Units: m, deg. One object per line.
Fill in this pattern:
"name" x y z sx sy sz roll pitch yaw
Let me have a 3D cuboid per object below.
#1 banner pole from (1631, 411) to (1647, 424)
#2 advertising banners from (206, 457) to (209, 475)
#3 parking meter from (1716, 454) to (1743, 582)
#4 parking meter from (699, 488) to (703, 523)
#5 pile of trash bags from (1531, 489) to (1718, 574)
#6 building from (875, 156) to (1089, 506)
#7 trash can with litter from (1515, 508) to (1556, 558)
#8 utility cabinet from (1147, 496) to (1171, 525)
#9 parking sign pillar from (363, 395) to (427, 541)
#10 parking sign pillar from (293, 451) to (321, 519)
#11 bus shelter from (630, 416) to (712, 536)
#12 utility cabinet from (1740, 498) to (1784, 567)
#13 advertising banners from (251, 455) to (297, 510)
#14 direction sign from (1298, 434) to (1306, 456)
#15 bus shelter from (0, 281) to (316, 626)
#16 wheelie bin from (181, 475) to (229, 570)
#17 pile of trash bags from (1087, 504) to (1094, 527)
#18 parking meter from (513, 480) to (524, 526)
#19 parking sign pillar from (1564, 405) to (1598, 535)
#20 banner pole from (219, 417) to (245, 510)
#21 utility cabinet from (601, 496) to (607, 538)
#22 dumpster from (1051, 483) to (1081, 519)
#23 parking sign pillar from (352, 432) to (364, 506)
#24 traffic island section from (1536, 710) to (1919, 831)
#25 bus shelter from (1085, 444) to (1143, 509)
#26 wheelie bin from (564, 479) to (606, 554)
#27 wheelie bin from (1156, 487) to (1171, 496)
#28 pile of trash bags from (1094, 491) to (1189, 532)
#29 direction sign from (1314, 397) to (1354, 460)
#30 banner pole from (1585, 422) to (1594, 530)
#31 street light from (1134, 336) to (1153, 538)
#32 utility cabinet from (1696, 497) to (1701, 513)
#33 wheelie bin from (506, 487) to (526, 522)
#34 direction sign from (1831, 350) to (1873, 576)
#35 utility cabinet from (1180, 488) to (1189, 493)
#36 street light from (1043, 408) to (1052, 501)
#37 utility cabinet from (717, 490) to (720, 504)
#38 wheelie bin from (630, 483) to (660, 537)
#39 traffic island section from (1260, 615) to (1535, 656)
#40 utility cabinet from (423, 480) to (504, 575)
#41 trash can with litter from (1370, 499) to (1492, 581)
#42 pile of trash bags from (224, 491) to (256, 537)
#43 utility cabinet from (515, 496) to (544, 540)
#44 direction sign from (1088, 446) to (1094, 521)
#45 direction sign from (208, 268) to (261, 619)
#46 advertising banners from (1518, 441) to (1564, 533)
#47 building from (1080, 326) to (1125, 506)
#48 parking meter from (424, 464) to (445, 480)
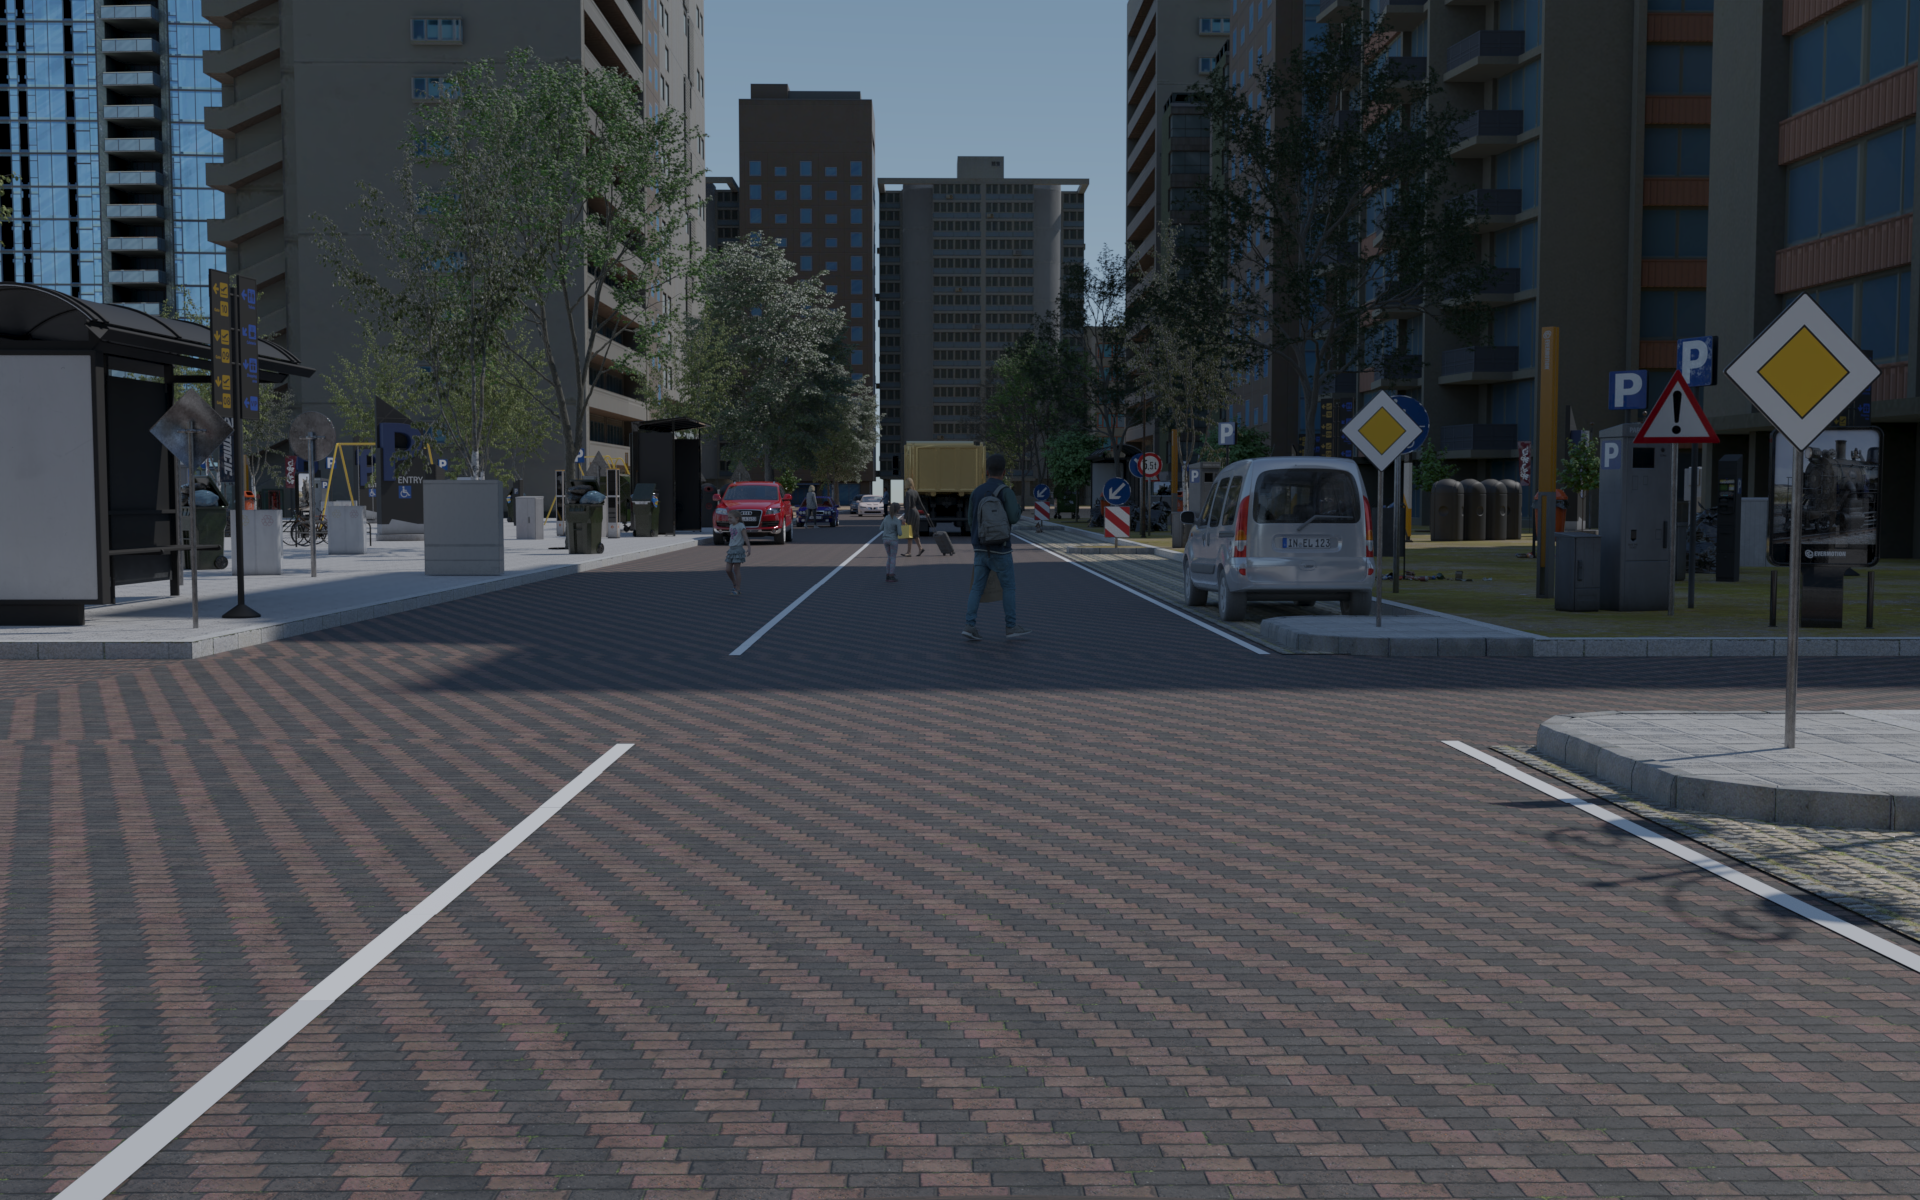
"banner pole" 20.650 -3.837 52.750 0.401 3.779 0.863 -1 4 -19
"advertising banners" -23.894 -3.582 54.748 0.090 3.025 2.074 -2 4 -31
"parking meter" 11.270 -1.203 25.379 0.255 1.863 0.399 3 4 37
"parking meter" -9.364 -3.417 61.583 0.399 1.863 0.255 0 3 0
"pile of trash bags" 11.405 -1.200 29.374 3.447 1.369 1.912 3 4 38
"building" 2.325 -31.185 201.750 23.993 40.220 32.217 0 4 -1
"trash can with litter" 12.046 -1.463 34.984 2.233 1.210 1.678 -3 5 -40
"utility cabinet" 8.346 -3.744 72.368 1.020 1.237 0.306 2 4 24
"parking sign pillar" -15.346 -3.617 47.610 1.447 3.967 1.447 -3 4 -37
"parking sign pillar" -33.773 -6.186 89.614 1.447 3.967 1.447 -3 5 -43
"bus shelter" -9.196 -3.927 55.484 1.731 3.624 6.357 0 4 -1
"utility cabinet" 14.147 -1.194 30.681 1.020 1.237 0.306 1 4 20
"advertising banners" -30.930 -5.005 78.016 2.074 3.025 0.090 -2 4 -25
"direction sign" 13.097 -4.464 64.989 0.876 3.537 0.379 2 4 35
"bus shelter" -9.145 -1.552 19.305 2.014 3.302 5.546 0 4 -1
"wheelie bin" -12.884 -1.316 29.432 0.980 1.594 0.693 3 4 36
"pile of trash bags" 5.807 -3.496 66.907 1.912 1.369 3.447 1 4 11
"parking meter" -17.804 -3.921 69.817 0.399 1.863 0.255 2 4 32
"parking sign pillar" 18.849 -3.949 53.034 1.447 3.967 1.447 2 4 30
"banner pole" -19.041 -3.388 45.419 0.863 3.779 0.401 0 4 6
"utility cabinet" -10.603 -2.441 51.076 0.306 1.237 1.020 1 4 21
"dumpster" 5.470 -5.290 88.979 1.502 2.255 1.985 0 4 -1
"parking sign pillar" -25.736 -5.321 75.465 1.447 3.967 1.447 3 5 39
"traffic island section" 4.215 0.826 8.769 2.009 0.180 2.903 0 4 -1
"bus shelter" 6.487 -4.803 72.452 2.014 3.302 5.546 0 4 -1
"wheelie bin" -8.017 -1.782 37.050 0.980 1.594 0.693 1 4 18
"wheelie bin" 8.798 -4.072 74.485 0.693 1.594 0.980 2 4 28
"pile of trash bags" 6.573 -3.026 59.225 1.912 1.369 3.447 -3 5 -39
"direction sign" 8.873 -2.988 40.854 0.876 3.537 0.379 3 5 44
"banner pole" 21.711 -4.276 59.922 0.863 3.779 0.401 -3 5 -41
"street light" 5.402 -4.770 50.781 0.468 5.910 1.993 0 4 -1
"utility cabinet" 22.399 -2.526 52.466 0.306 1.237 1.020 2 4 24
"wheelie bin" -20.050 -4.305 78.298 0.693 1.594 0.980 1 4 21
"direction sign" 13.951 -2.150 27.155 0.876 3.537 0.379 -2 4 -26
"utility cabinet" 8.536 -3.292 62.507 1.173 1.500 0.318 2 4 29
"street light" 4.624 -7.245 91.249 0.468 5.910 1.993 0 4 -1
"utility cabinet" -12.460 -5.033 90.976 0.318 1.500 1.173 0 4 4
"wheelie bin" -9.386 -2.679 51.708 0.980 1.594 0.693 1 4 18
"traffic island section" 4.066 0.338 16.753 2.009 0.180 2.903 0 4 -1
"utility cabinet" -7.801 -1.136 27.250 1.173 1.500 0.318 0 4 0
"trash can with litter" 6.757 -0.901 25.791 2.233 1.210 1.678 1 4 19
"pile of trash bags" -22.245 -2.559 51.594 1.912 1.369 3.447 1 4 16
"utility cabinet" -12.195 -2.318 49.061 1.020 1.237 0.306 3 5 44
"direction sign" 6.146 -5.448 81.064 0.876 3.537 0.379 3 5 44
"direction sign" -7.468 -1.584 17.895 0.379 3.537 0.876 0 4 6
"advertising banners" 18.965 -3.671 56.211 0.090 3.025 2.074 -3 4 -38
"building" 28.807 -21.750 200.644 28.899 21.520 27.650 0 4 -1
"parking meter" -10.271 -1.725 33.916 0.255 1.863 0.399 1 4 12
